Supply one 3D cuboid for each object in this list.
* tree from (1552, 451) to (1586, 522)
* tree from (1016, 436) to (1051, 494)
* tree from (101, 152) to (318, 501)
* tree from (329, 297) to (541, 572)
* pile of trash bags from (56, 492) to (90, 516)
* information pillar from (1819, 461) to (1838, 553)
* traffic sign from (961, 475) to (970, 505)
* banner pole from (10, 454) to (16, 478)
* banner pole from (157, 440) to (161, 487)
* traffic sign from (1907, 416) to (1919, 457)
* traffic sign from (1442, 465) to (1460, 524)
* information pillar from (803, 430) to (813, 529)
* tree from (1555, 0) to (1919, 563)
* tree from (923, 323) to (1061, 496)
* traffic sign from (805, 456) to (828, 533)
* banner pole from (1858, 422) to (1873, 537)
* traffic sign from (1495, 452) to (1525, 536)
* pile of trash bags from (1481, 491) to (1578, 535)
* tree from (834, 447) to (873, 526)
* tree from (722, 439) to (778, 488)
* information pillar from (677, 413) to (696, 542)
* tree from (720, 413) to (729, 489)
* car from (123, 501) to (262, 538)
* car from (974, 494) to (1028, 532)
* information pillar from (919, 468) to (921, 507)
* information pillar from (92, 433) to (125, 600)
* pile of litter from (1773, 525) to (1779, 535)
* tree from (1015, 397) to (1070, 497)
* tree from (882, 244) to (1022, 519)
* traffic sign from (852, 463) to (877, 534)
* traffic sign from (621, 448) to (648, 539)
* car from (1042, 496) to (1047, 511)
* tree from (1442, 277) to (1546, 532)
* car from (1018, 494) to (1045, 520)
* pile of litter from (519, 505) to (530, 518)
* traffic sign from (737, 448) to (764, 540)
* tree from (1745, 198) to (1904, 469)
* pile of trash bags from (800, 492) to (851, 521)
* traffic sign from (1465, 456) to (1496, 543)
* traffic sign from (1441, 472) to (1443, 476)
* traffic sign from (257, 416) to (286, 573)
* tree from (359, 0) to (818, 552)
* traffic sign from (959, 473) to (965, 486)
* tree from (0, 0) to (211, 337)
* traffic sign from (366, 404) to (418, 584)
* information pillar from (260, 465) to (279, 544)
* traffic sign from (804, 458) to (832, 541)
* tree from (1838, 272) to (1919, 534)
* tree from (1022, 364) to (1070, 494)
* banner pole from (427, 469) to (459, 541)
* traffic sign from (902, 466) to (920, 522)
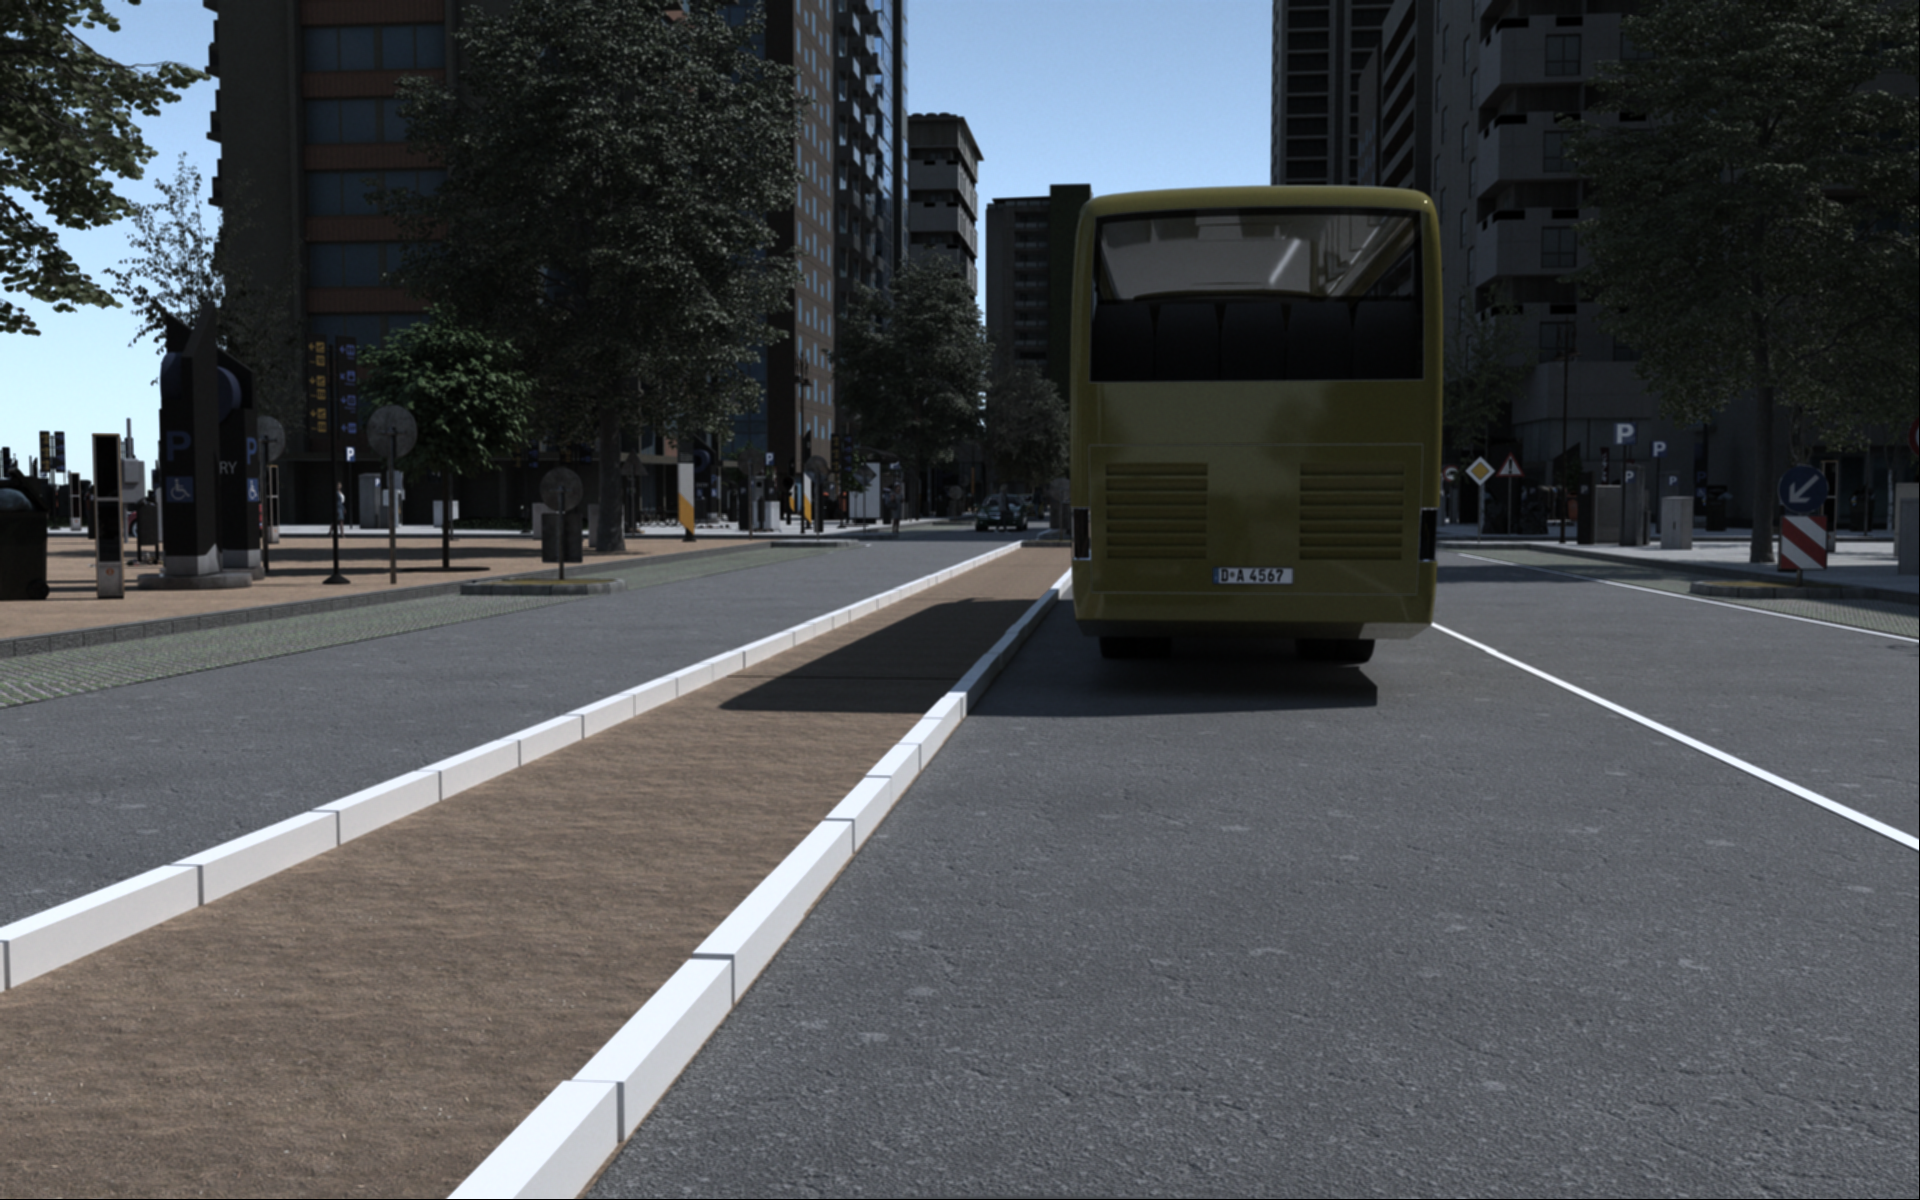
[{"bbox_3d":[27.991,-5.136,78.569,1.663,3.219,1.824,0,3,0],"label":"tree"},{"bbox_3d":[7.254,-13.906,177.726,4.360,8.622,3.978,0,3,0],"label":"tree"},{"bbox_3d":[-16.646,-5.388,38.450,4.360,8.622,3.978,0,3,0],"label":"tree"},{"bbox_3d":[-8.729,-2.768,28.979,4.285,4.588,4.351,0,3,0],"label":"tree"},{"bbox_3d":[-49.850,-5.406,98.137,1.912,1.369,3.447,3,5,44],"label":"pile of trash bags"},{"bbox_3d":[19.090,-2.055,38.090,0.304,2.012,0.304,1,4,17],"label":"information pillar"},{"bbox_3d":[0.278,-7.094,116.092,0.768,2.556,0.104,1,4,11],"label":"traffic sign"},{"bbox_3d":[-58.646,-7.166,107.174,0.863,3.779,0.401,1,4,13],"label":"banner pole"},{"bbox_3d":[-32.481,-4.944,70.849,0.863,3.779,0.401,2,4,25],"label":"banner pole"},{"bbox_3d":[14.979,-1.627,26.704,0.768,2.556,0.104,1,4,10],"label":"traffic sign"},{"bbox_3d":[21.181,-4.561,74.680,0.768,2.556,0.104,1,4,13],"label":"traffic sign"},{"bbox_3d":[-5.570,-4.381,62.985,0.183,3.616,0.504,2,4,28],"label":"information pillar"},{"bbox_3d":[14.714,-6.988,32.373,7.486,12.596,7.792,0,3,0],"label":"tree"},{"bbox_3d":[1.974,-13.002,122.953,12.009,13.543,11.850,0,3,0],"label":"tree"},{"bbox_3d":[-4.764,-3.502,57.364,0.768,2.556,0.104,1,4,9],"label":"traffic sign"},{"bbox_3d":[27.092,-3.773,51.699,0.401,3.779,0.863,2,4,26],"label":"banner pole"},{"bbox_3d":[16.945,-3.264,53.378,0.884,2.594,0.081,1,4,12],"label":"traffic sign"},{"bbox_3d":[18.225,-2.760,54.874,1.912,1.369,3.447,-3,5,-42],"label":"pile of trash bags"},{"bbox_3d":[-4.055,-4.559,69.134,1.663,3.219,1.824,0,3,0],"label":"tree"},{"bbox_3d":[-12.601,-7.301,103.081,4.285,4.588,4.351,0,3,0],"label":"tree"},{"bbox_3d":[-7.354,-3.373,46.500,0.183,3.616,0.504,3,5,45],"label":"information pillar"},{"bbox_3d":[-16.062,-9.650,108.147,4.737,8.622,4.395,0,3,0],"label":"tree"},{"bbox_3d":[-23.610,-2.722,53.543,4.494,1.783,2.155,0,4,6],"label":"car"},{"bbox_3d":[1.645,-3.420,67.721,2.131,1.459,4.920,0,4,6],"label":"car"},{"bbox_3d":[-2.420,-6.453,96.862,0.504,3.616,0.183,2,4,35],"label":"information pillar"},{"bbox_3d":[-10.410,-1.021,21.178,0.304,2.012,0.304,-2,4,-25],"label":"information pillar"},{"bbox_3d":[26.305,-2.527,55.276,1.719,0.858,1.176,-3,5,-40],"label":"pile of litter"},{"bbox_3d":[9.667,-17.179,199.006,7.486,12.596,7.792,0,3,0],"label":"tree"},{"bbox_3d":[-2.389,-11.227,90.223,9.857,13.997,8.962,0,3,0],"label":"tree"},{"bbox_3d":[-3.061,-3.170,55.477,0.795,2.450,0.064,0,4,6],"label":"traffic sign"},{"bbox_3d":[-9.281,-3.007,49.165,0.884,2.594,0.081,0,4,7],"label":"traffic sign"},{"bbox_3d":[6.179,-7.923,142.124,1.945,1.354,3.894,0,4,7],"label":"car"},{"bbox_3d":[17.525,-6.626,58.693,4.737,8.622,4.395,0,3,0],"label":"tree"},{"bbox_3d":[3.832,-5.385,98.260,2.015,1.641,3.980,0,4,7],"label":"car"},{"bbox_3d":[-17.172,-3.379,69.208,1.176,0.858,1.719,-1,4,-11],"label":"pile of litter"},{"bbox_3d":[-5.854,-2.953,48.393,0.768,2.556,0.104,1,4,10],"label":"traffic sign"},{"bbox_3d":[21.288,-5.683,43.271,4.360,8.622,3.978,0,3,0],"label":"tree"},{"bbox_3d":[-6.362,-4.595,84.875,1.912,1.369,3.447,-2,4,-34],"label":"pile of trash bags"},{"bbox_3d":[13.697,-2.570,45.668,0.795,2.450,0.064,0,4,6],"label":"traffic sign"},{"bbox_3d":[14.534,-3.056,53.609,0.795,2.450,0.064,0,4,6],"label":"traffic sign"},{"bbox_3d":[-11.296,-1.713,28.117,0.768,2.556,0.104,1,4,12],"label":"traffic sign"},{"bbox_3d":[-7.915,-8.050,38.267,9.857,13.997,8.962,0,3,0],"label":"tree"},{"bbox_3d":[-0.091,-6.328,103.563,0.768,2.556,0.104,0,4,8],"label":"traffic sign"},{"bbox_3d":[-9.952,-5.875,14.179,7.486,12.596,7.792,0,3,0],"label":"tree"},{"bbox_3d":[-8.090,-1.501,24.651,0.768,2.556,0.104,0,4,7],"label":"traffic sign"},{"bbox_3d":[-17.786,-2.455,44.638,0.304,2.012,0.304,1,4,15],"label":"information pillar"},{"bbox_3d":[-3.898,-2.685,47.536,0.795,2.450,0.064,0,4,6],"label":"traffic sign"},{"bbox_3d":[29.970,-6.421,55.350,4.737,8.622,4.395,0,3,0],"label":"tree"},{"bbox_3d":[6.436,-15.976,167.864,9.857,13.997,8.962,0,3,0],"label":"tree"},{"bbox_3d":[-14.296,-3.533,47.783,0.863,3.779,0.401,-1,4,-11],"label":"banner pole"},{"bbox_3d":[-2.271,-4.871,79.644,0.884,2.594,0.081,1,4,14],"label":"traffic sign"}]
